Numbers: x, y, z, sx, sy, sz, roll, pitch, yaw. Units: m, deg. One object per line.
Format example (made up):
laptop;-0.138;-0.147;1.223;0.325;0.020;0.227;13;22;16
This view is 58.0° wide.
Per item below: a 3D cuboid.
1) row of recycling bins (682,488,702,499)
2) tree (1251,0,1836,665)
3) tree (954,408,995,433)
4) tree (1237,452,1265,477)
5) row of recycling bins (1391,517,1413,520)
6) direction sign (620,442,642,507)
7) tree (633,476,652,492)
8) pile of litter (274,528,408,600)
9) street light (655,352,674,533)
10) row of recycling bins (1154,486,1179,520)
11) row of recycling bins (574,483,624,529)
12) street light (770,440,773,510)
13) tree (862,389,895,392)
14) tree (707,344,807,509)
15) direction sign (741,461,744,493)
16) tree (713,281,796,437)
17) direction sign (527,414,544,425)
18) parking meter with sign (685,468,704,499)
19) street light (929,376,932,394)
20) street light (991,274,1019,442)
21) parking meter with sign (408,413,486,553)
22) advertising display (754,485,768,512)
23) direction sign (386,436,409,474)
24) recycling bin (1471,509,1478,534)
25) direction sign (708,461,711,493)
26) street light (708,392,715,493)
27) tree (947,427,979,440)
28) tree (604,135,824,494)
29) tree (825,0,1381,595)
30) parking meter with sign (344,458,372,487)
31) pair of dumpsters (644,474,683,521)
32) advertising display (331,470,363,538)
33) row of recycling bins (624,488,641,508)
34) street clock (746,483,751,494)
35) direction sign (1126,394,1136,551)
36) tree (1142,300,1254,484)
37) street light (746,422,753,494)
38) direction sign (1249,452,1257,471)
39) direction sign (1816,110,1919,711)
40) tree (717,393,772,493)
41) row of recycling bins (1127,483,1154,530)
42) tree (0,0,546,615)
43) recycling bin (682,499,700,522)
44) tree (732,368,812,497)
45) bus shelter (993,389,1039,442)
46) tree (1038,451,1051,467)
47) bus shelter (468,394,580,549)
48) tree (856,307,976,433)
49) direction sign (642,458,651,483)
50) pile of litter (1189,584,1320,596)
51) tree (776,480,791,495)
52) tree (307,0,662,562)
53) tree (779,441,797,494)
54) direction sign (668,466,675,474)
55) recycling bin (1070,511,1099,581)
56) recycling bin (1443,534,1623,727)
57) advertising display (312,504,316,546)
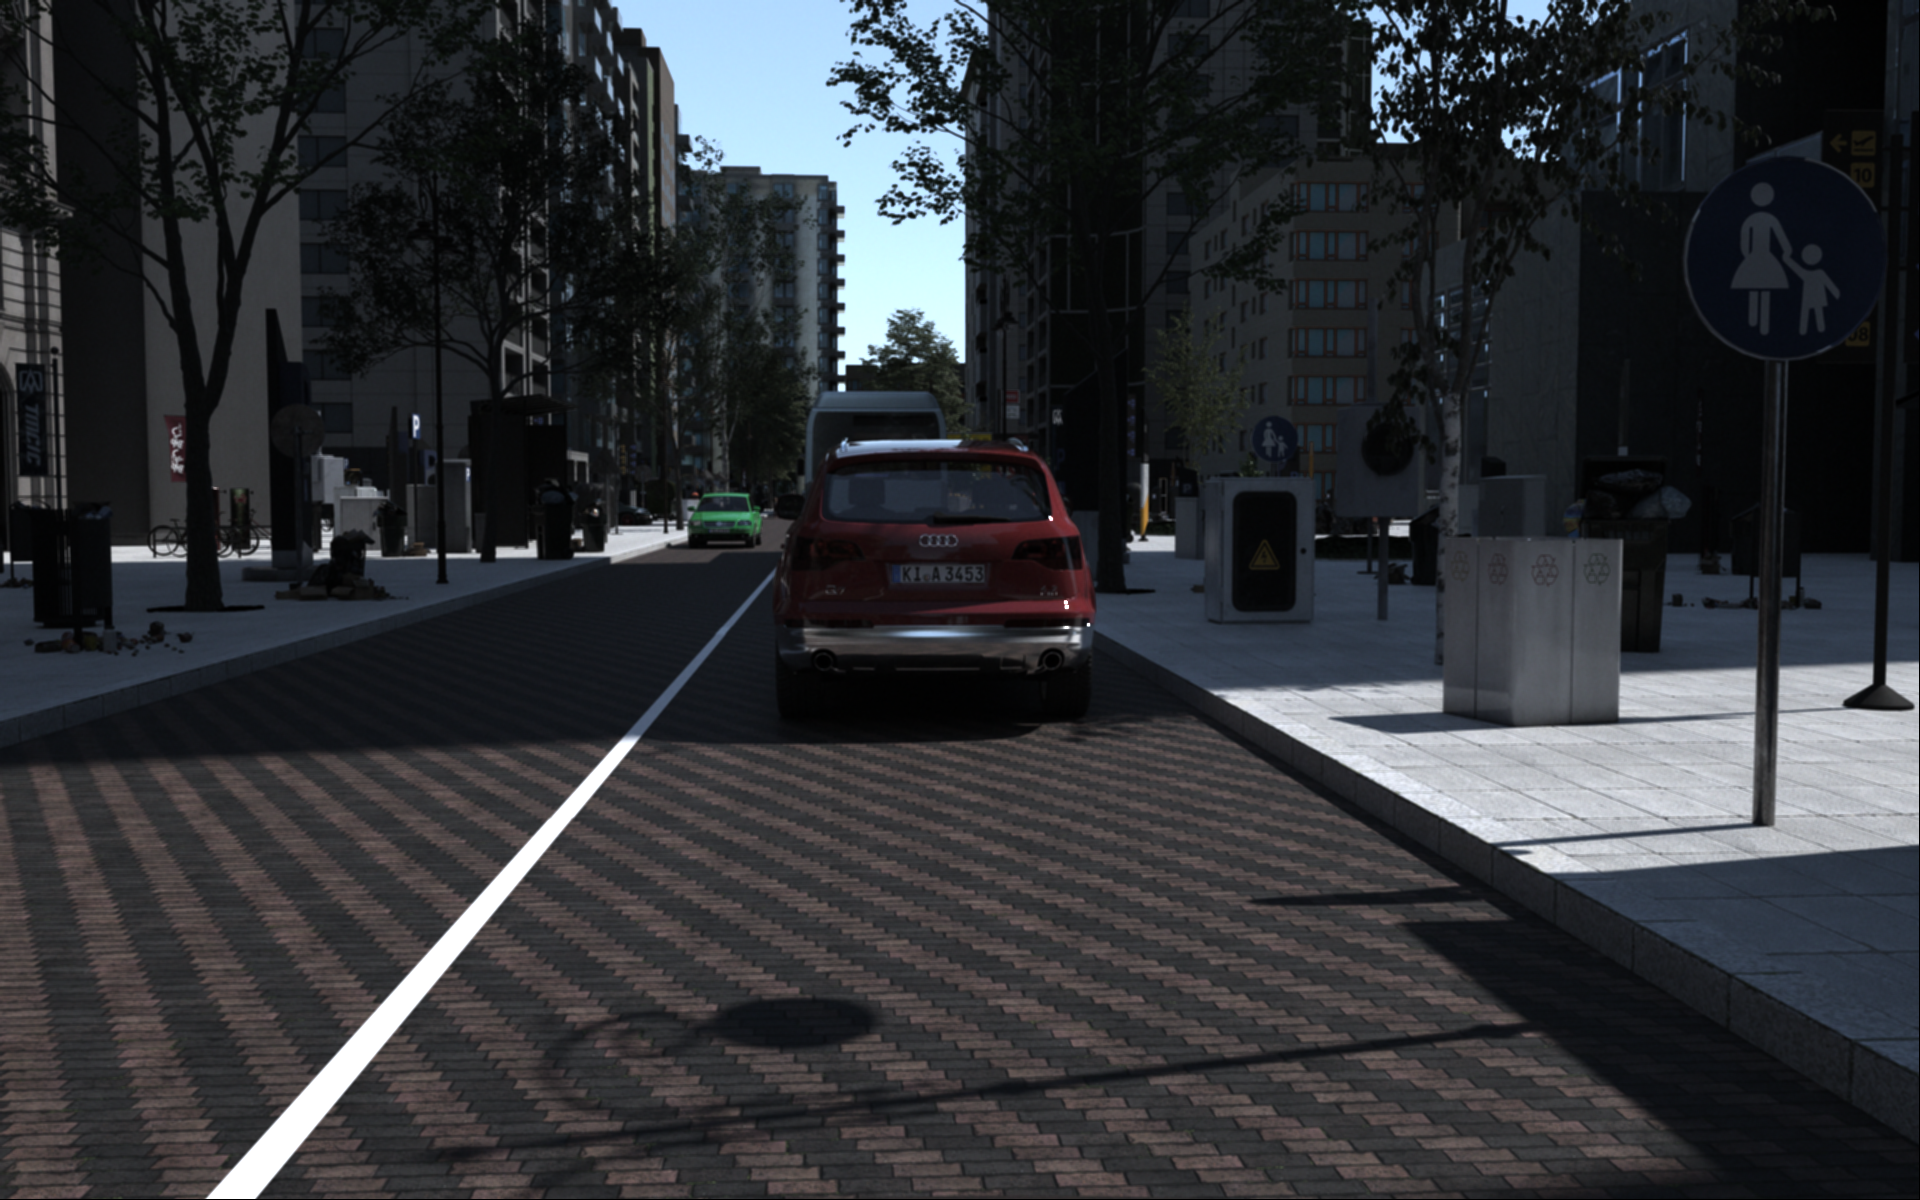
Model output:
row of recycling bins;-18.965;-7.075;122.786;1.069;1.692;3.534;1;4;13
tree;3.876;-3.824;12.891;4.360;8.622;3.978;0;3;0
tree;1.281;-11.902;144.965;4.360;8.622;3.978;0;3;0
tree;13.021;-5.159;78.944;1.663;3.219;1.824;0;3;0
row of recycling bins;21.119;-4.741;84.628;3.534;1.692;1.069;-3;5;-40
direction sign;-14.548;-5.129;75.864;0.876;3.537;0.379;-3;5;-43
tree;-23.981;-8.416;132.206;1.663;3.219;1.824;0;3;0
pile of litter;-7.605;-0.443;21.209;1.719;0.858;1.176;2;4;31
street light;-9.606;-5.113;56.385;0.468;5.910;1.993;0;4;-4
row of recycling bins;10.558;-4.933;87.770;3.534;1.692;1.069;1;4;10
row of recycling bins;-13.570;-3.512;64.531;1.069;1.692;3.534;0;4;2
street light;-15.307;-10.227;140.002;0.468;5.910;1.993;0;4;-4
tree;-5.846;-12.654;141.301;8.767;10.594;7.601;0;4;3
tree;-15.293;-13.002;130.709;7.486;12.596;7.792;0;3;0
direction sign;-14.835;-7.725;118.297;0.379;3.537;0.876;-1;4;-16
tree;-9.957;-7.788;61.754;8.767;10.594;7.601;0;4;-1
direction sign;-12.060;-3.462;48.596;0.876;3.537;0.379;-3;5;-40
parking meter with sign;-18.167;-7.377;116.869;1.738;3.016;0.543;1;4;10
street light;-1.143;-5.827;68.065;0.468;5.910;1.993;0;4;-4
street light;0.939;-3.900;36.549;0.468;5.910;1.993;0;4;-4
parking meter with sign;-11.018;-2.532;37.658;1.738;3.016;0.543;0;4;0
advertising display;-14.345;-7.329;125.050;0.974;1.923;0.123;-1;4;-21
direction sign;-21.734;-4.588;67.005;0.876;3.537;0.379;0;4;3
recycling bin;8.914;-0.976;28.504;0.722;1.027;0.722;-1;4;-21
direction sign;-17.133;-7.743;118.592;0.379;3.537;0.876;0;4;8
street light;-10.995;-6.353;76.664;0.468;5.910;1.993;0;4;-4
tree;0.204;-3.381;49.886;1.663;3.219;1.824;0;3;0
tree;-14.027;-14.594;94.499;12.611;20.169;13.585;0;3;0
tree;1.819;-5.905;22.300;9.928;11.665;9.643;0;3;0
parking meter with sign;-29.216;-5.421;84.901;1.738;3.016;0.543;-3;5;-44
pair of dumpsters;-14.311;-4.951;83.444;1.574;2.255;4.437;0;4;-4
advertising display;-16.600;-2.549;46.894;0.974;1.923;0.123;1;4;18
row of recycling bins;-22.426;-6.749;117.456;1.069;1.692;3.534;-1;4;-22
street clock;-14.318;-6.887;117.172;0.358;2.002;0.471;-3;4;-38
direction sign;3.685;-2.884;39.149;0.379;3.537;0.876;3;5;43
tree;9.065;-7.108;66.578;4.737;8.622;4.395;0;3;0
street light;-13.156;-8.281;108.174;0.468;5.910;1.993;0;4;-4
direction sign;15.737;-6.192;93.237;0.379;3.537;0.876;-2;4;-24
direction sign;5.536;-1.121;10.330;0.876;3.537;0.379;0;4;-2
tree;-14.966;-10.500;122.036;4.360;8.622;3.978;0;3;0
row of recycling bins;5.130;-3.333;61.609;3.534;1.692;1.069;-3;4;-36
tree;-8.244;-5.693;18.838;9.928;11.665;9.643;0;3;0
recycling bin;-12.698;-4.202;81.257;0.722;1.027;0.722;-3;5;-42
tree;-18.381;-16.125;170.299;9.857;13.997;8.962;0;3;0
bus shelter;1.399;-5.274;63.858;2.179;5.291;8.768;0;4;-4
tree;3.605;-5.145;78.724;1.663;3.219;1.824;0;3;0
bus shelter;-10.879;-3.203;43.654;1.731;3.624;6.357;0;4;-4
tree;-2.743;-11.471;105.680;7.486;12.596;7.792;0;3;0
direction sign;-19.679;-7.166;109.166;0.379;3.537;0.876;-2;4;-35
pile of litter;3.757;-0.514;22.365;1.176;0.858;1.719;-2;4;-33
tree;-20.356;-12.611;200.789;1.663;3.219;1.824;0;3;0
tree;-8.544;-5.988;32.318;7.601;10.594;8.767;-1;4;-9
tree;-18.594;-14.266;183.618;4.737;8.622;4.395;0;3;0
direction sign;-23.892;-9.260;143.391;0.379;3.537;0.876;-3;5;-41
recycling bin;1.670;-0.808;25.771;0.722;1.027;0.722;-2;4;-29
recycling bin;3.270;0.161;9.926;0.722;1.027;0.722;-1;4;-19
advertising display;-16.212;-2.294;42.721;0.974;1.923;0.123;2;4;31
